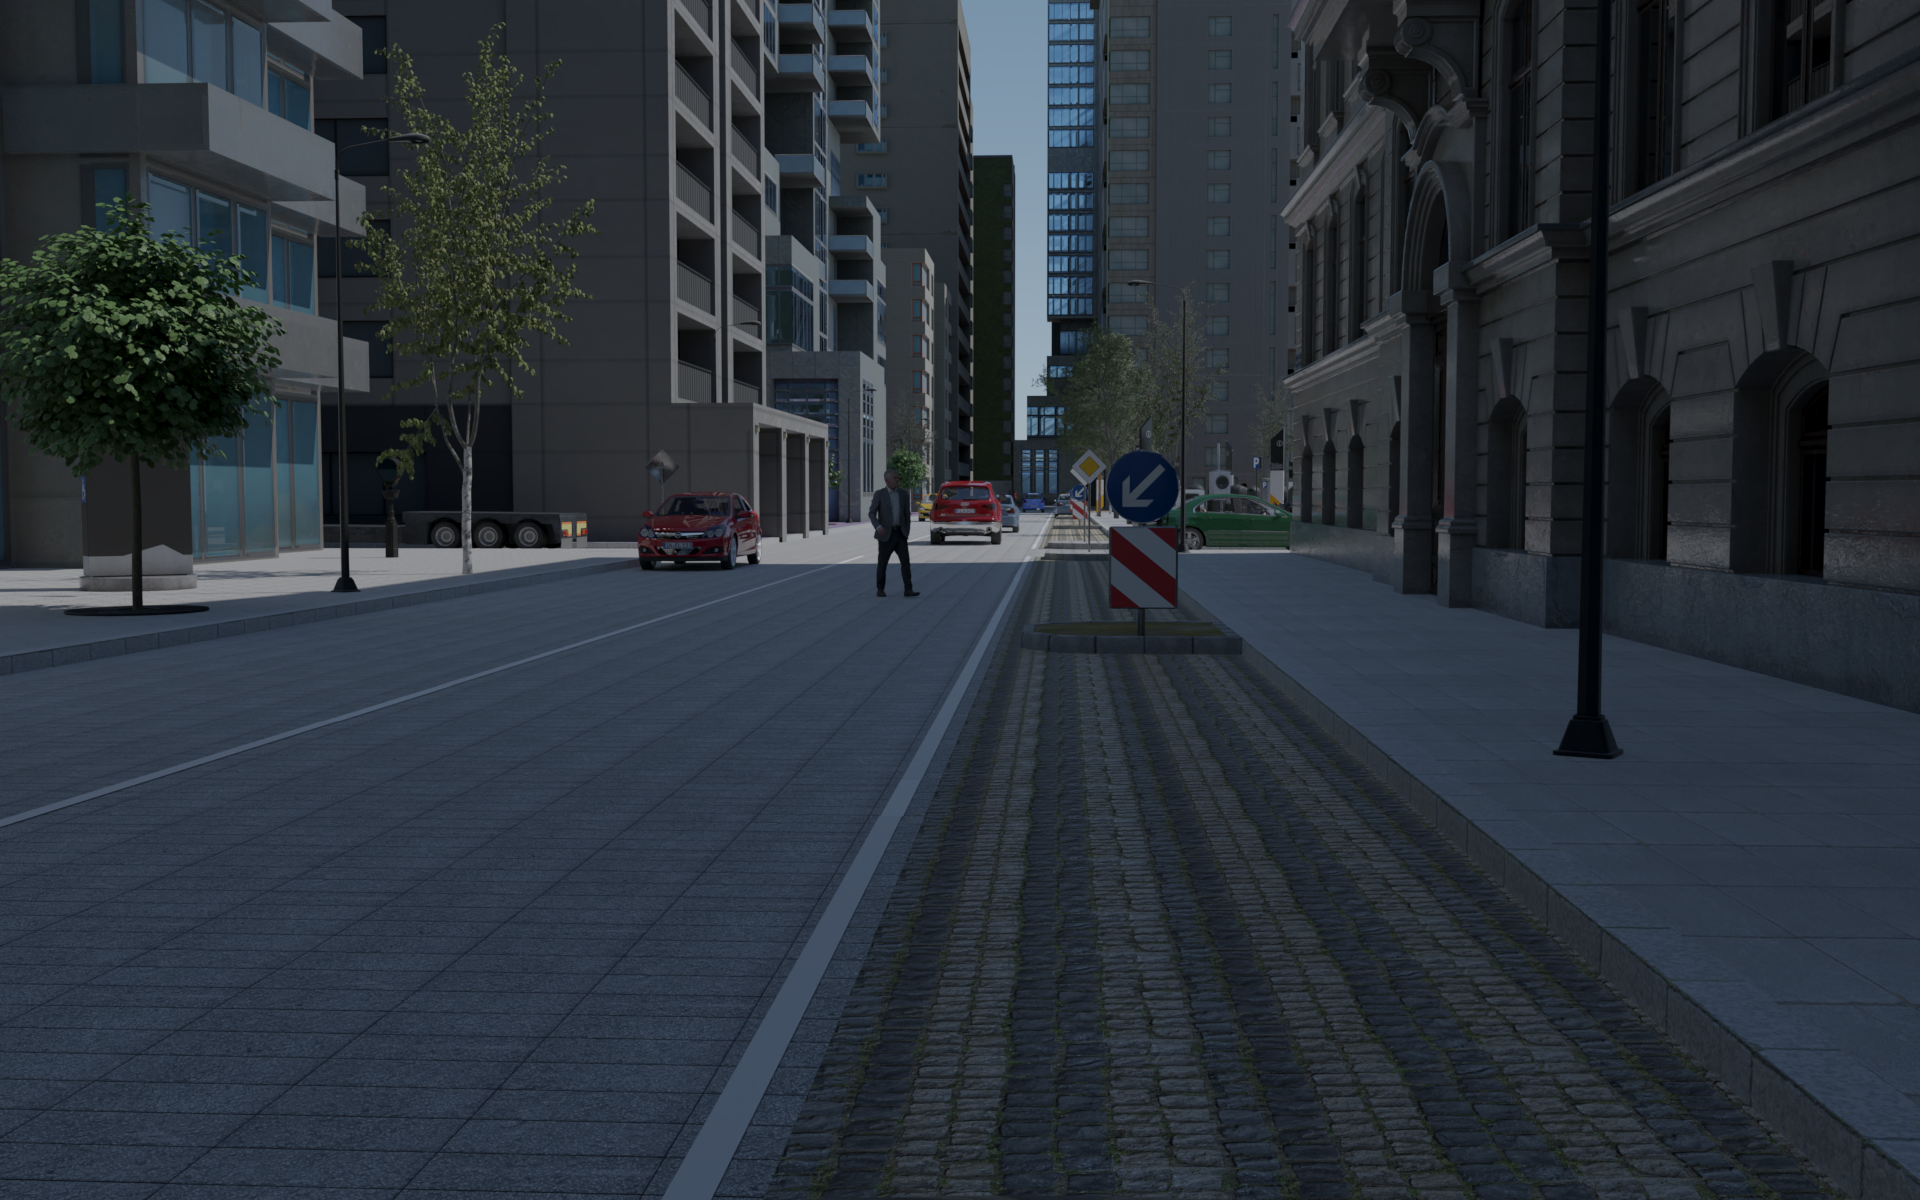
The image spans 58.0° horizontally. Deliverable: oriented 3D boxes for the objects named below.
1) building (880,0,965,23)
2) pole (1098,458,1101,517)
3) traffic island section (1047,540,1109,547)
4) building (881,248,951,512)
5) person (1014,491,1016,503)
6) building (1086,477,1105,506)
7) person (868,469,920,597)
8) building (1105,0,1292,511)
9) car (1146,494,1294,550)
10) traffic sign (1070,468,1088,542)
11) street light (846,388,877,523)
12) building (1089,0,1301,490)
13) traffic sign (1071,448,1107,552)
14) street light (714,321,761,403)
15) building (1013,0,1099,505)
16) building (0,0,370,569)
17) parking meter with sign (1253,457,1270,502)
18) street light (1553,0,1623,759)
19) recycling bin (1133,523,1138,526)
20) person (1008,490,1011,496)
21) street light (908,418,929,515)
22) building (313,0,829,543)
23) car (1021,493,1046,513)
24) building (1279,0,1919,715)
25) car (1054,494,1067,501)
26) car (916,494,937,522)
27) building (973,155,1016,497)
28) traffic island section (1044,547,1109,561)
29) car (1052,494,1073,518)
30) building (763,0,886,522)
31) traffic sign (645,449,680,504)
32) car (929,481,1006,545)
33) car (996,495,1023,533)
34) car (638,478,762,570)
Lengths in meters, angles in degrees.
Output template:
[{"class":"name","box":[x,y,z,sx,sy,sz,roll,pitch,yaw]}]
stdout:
[{"class":"building","box":[-10.198,-32.906,161.722,21.300,48.544,21.600,0,4,3]},{"class":"pole","box":[7.866,-6.343,97.557,0.158,3.312,0.155,0,3,0]},{"class":"traffic island section","box":[3.348,-1.469,46.294,2.009,0.180,2.903,0,4,3]},{"class":"building","box":[-15.401,-17.868,137.175,27.650,21.520,28.899,0,4,3]},{"class":"person","box":[6.354,-11.625,198.510,0.705,1.831,1.348,0,4,2]},{"class":"building","box":[23.784,-45.617,184.095,20.563,71.187,20.611,0,4,3]},{"class":"person","box":[-0.902,-0.925,24.022,0.661,1.777,0.834,-3,4,-36]},{"class":"building","box":[18.849,-27.921,140.101,14.154,41.232,14.086,0,4,3]},{"class":"car","box":[6.796,-1.827,41.670,4.920,1.459,2.131,0,4,2]},{"class":"traffic sign","box":[3.324,-2.604,46.218,0.795,2.450,0.064,0,4,3]},{"class":"street light","box":[-4.351,-6.344,76.260,1.470,5.913,1.316,0,4,3]},{"class":"building","box":[26.469,-34.914,160.088,28.713,52.752,27.495,0,4,3]},{"class":"traffic sign","box":[2.853,-2.116,38.246,0.795,2.450,0.064,0,4,3]},{"class":"street light","box":[-6.036,-4.530,46.606,1.470,5.913,1.316,0,4,3]},{"class":"building","box":[22.473,-55.089,213.383,31.000,86.520,22.319,0,4,3]},{"class":"building","box":[-27.809,-25.057,29.291,30.456,49.044,23.786,0,4,3]},{"class":"parking meter with sign","box":[14.641,-5.221,81.622,1.738,3.016,0.543,-2,4,-28]},{"class":"street light","box":[2.561,-2.194,8.409,1.470,5.913,1.316,0,4,3]},{"class":"recycling bin","box":[5.784,-2.483,53.155,0.722,1.027,0.722,-3,5,-40]},{"class":"person","box":[5.172,-10.421,178.872,0.705,1.826,1.348,1,4,18]},{"class":"street light","box":[-2.565,-8.153,105.848,1.470,5.913,1.316,0,4,3]},{"class":"building","box":[-15.103,-37.734,55.208,20.563,71.187,20.611,0,4,3]},{"class":"car","box":[5.707,-7.630,134.335,1.945,1.707,3.694,0,4,2]},{"class":"building","box":[11.374,-12.289,20.009,14.460,24.649,34.723,0,4,3]},{"class":"car","box":[8.014,-7.275,129.170,2.015,1.641,3.980,0,4,2]},{"class":"car","box":[-1.270,-4.941,91.001,2.015,1.641,3.980,0,4,2]},{"class":"building","box":[-0.275,-32.316,211.953,14.086,41.232,14.154,0,4,3]},{"class":"traffic island section","box":[2.877,-0.981,38.322,2.009,0.180,2.903,0,4,3]},{"class":"car","box":[6.561,-5.652,104.417,2.014,1.417,4.499,0,4,3]},{"class":"building","box":[-14.715,-47.653,91.797,22.319,86.520,31.000,0,4,3]},{"class":"traffic sign","box":[-6.673,-2.152,38.827,0.795,2.450,0.064,0,4,3]},{"class":"car","box":[0.210,-2.565,50.609,2.281,1.827,5.304,0,4,2]},{"class":"car","box":[1.367,-3.264,65.364,2.014,1.417,4.499,0,4,3]},{"class":"car","box":[-5.084,-1.535,34.137,2.155,1.783,4.494,0,4,3]}]
